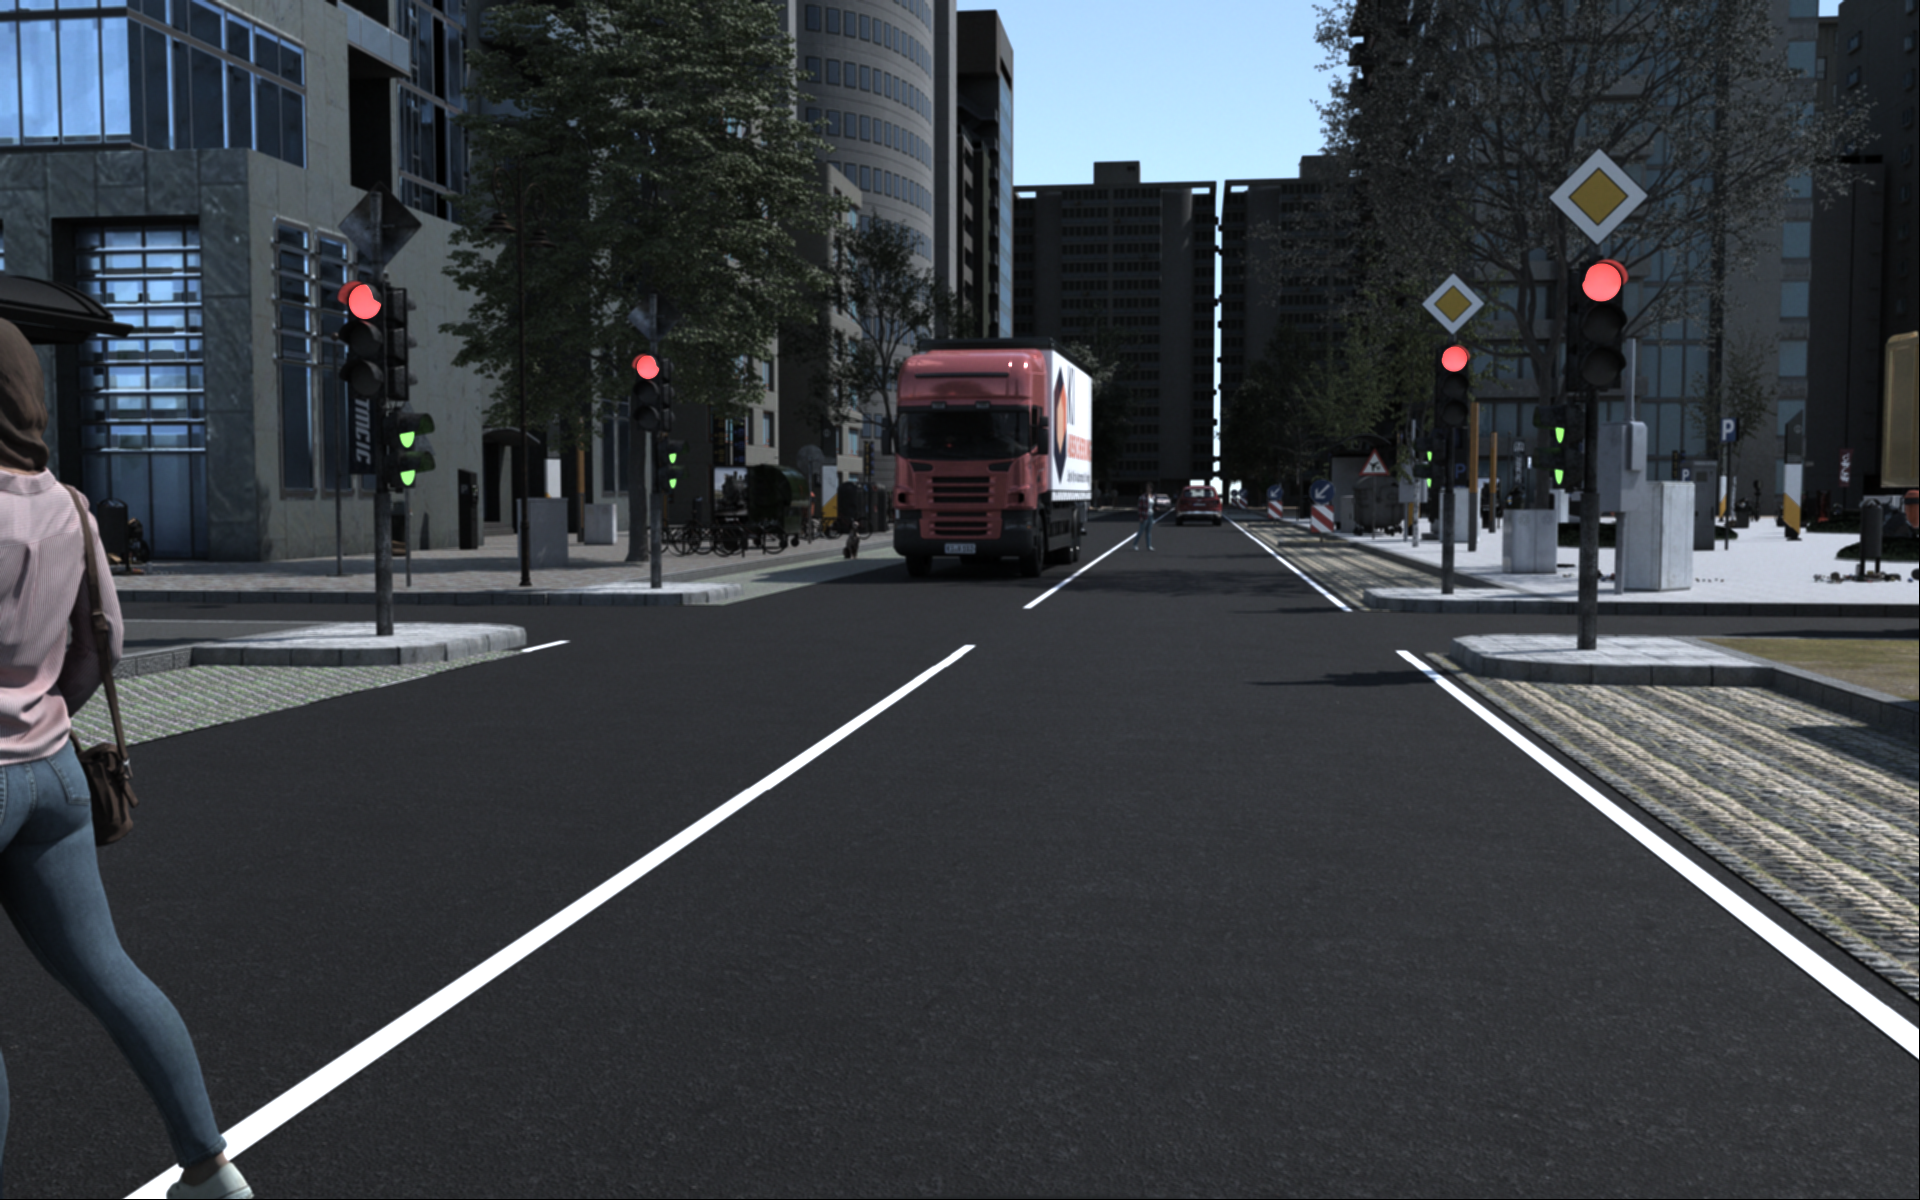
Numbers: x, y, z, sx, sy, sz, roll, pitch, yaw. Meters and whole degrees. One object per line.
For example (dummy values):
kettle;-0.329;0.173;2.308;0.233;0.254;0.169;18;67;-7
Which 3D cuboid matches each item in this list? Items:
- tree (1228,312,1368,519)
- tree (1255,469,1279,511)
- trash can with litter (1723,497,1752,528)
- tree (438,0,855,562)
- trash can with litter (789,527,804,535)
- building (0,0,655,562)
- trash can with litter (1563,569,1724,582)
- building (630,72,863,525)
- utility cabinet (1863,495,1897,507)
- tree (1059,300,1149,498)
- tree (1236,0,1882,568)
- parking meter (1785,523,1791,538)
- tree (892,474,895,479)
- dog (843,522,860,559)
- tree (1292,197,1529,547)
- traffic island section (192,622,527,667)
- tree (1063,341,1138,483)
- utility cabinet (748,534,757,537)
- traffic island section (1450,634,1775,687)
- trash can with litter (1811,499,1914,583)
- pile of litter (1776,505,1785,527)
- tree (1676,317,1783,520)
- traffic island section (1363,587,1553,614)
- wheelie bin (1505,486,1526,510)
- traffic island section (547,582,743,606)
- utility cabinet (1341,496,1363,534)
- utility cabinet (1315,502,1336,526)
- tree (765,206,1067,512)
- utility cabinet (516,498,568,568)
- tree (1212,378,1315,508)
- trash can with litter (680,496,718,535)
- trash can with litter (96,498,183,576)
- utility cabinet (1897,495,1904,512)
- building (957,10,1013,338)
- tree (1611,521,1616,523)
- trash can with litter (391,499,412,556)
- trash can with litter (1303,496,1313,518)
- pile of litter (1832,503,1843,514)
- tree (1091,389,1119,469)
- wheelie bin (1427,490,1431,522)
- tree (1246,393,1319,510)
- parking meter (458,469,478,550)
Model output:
tree;17.346;-9.473;89.294;7.601;10.594;8.767;1;4;8
tree;23.288;-8.423;132.317;1.663;3.219;1.824;0;3;0
trash can with litter;29.166;-3.282;65.043;0.624;1.170;1.055;-2;4;-25
tree;-5.692;-7.000;32.583;7.486;12.596;7.792;0;3;0
trash can with litter;-5.286;-2.608;54.023;0.624;1.170;1.055;2;4;25
building;-22.204;-44.902;46.817;22.319;86.520;31.000;0;4;8
trash can with litter;10.125;-0.913;25.989;1.678;1.210;2.233;-2;4;-29
building;-21.252;-14.793;86.898;27.650;21.520;28.899;0;4;8
utility cabinet;34.966;-3.350;65.936;1.020;1.237;0.306;3;4;37
tree;12.578;-19.330;171.931;12.611;20.169;13.585;0;3;0
tree;10.390;-7.340;30.377;12.009;13.543;11.850;0;3;0
parking meter;24.561;-2.773;51.049;0.399;1.863;0.255;2;4;28
tree;-1.612;-4.384;66.275;1.663;3.219;1.824;0;3;0
dog;-2.327;-1.312;38.289;0.513;0.831;0.800;1;4;16
tree;11.270;-5.597;41.870;4.737;8.622;4.395;0;3;0
traffic island section;-5.242;0.400;15.739;2.009;0.180;2.903;0;4;8
tree;10.179;-14.467;143.187;9.857;13.997;8.962;0;3;0
utility cabinet;-6.355;-2.451;51.239;1.020;1.237;0.306;1;4;22
traffic island section;5.203;0.487;14.319;2.009;0.180;2.903;0;4;8
trash can with litter;13.241;-0.897;25.717;2.233;1.210;1.678;-3;4;-39
pile of litter;32.837;-3.323;68.304;1.719;0.858;1.176;-3;4;-38
tree;32.515;-7.491;72.847;4.360;8.622;3.978;0;3;0
traffic island section;6.279;0.003;22.232;2.009;0.180;2.903;0;4;8
wheelie bin;21.555;-3.625;67.184;0.693;1.594;0.980;2;4;32
traffic island section;-4.166;-0.084;23.652;2.009;0.180;2.903;0;4;8
utility cabinet;12.744;-2.765;56.367;0.306;1.237;1.020;-1;4;-15
utility cabinet;14.814;-3.711;69.358;1.173;1.500;0.318;0;4;-3
tree;-1.962;-7.429;55.873;8.767;10.594;7.601;-2;4;-34
utility cabinet;-7.318;-1.175;30.371;0.306;1.237;1.020;2;4;27
tree;28.355;-15.116;164.153;9.611;12.733;9.660;0;3;0
trash can with litter;-8.109;-2.694;55.098;1.678;1.210;2.233;1;4;14
trash can with litter;-13.806;-1.019;27.717;2.233;1.210;1.678;1;4;14
utility cabinet;42.342;-4.116;78.457;1.020;1.237;0.306;-2;4;-29
building;-2.889;-31.180;159.903;14.200;45.320;14.600;0;4;8
tree;29.610;-5.075;77.574;1.663;3.219;1.824;0;3;0
trash can with litter;-11.633;-1.507;36.025;0.624;1.170;1.055;-2;4;-26
trash can with litter;18.999;-5.061;94.135;1.055;1.170;0.624;-3;5;-41
pile of litter;41.094;-4.072;80.539;1.719;0.858;1.176;-3;4;-37
tree;8.488;-12.006;130.707;7.601;10.594;8.767;0;4;2
wheelie bin;21.890;-4.397;79.798;0.980;1.594;0.693;1;4;14
tree;20.498;-9.730;109.449;4.360;8.622;3.978;0;3;0
parking meter;-11.362;-2.099;40.029;0.399;1.863;0.255;1;4;19
